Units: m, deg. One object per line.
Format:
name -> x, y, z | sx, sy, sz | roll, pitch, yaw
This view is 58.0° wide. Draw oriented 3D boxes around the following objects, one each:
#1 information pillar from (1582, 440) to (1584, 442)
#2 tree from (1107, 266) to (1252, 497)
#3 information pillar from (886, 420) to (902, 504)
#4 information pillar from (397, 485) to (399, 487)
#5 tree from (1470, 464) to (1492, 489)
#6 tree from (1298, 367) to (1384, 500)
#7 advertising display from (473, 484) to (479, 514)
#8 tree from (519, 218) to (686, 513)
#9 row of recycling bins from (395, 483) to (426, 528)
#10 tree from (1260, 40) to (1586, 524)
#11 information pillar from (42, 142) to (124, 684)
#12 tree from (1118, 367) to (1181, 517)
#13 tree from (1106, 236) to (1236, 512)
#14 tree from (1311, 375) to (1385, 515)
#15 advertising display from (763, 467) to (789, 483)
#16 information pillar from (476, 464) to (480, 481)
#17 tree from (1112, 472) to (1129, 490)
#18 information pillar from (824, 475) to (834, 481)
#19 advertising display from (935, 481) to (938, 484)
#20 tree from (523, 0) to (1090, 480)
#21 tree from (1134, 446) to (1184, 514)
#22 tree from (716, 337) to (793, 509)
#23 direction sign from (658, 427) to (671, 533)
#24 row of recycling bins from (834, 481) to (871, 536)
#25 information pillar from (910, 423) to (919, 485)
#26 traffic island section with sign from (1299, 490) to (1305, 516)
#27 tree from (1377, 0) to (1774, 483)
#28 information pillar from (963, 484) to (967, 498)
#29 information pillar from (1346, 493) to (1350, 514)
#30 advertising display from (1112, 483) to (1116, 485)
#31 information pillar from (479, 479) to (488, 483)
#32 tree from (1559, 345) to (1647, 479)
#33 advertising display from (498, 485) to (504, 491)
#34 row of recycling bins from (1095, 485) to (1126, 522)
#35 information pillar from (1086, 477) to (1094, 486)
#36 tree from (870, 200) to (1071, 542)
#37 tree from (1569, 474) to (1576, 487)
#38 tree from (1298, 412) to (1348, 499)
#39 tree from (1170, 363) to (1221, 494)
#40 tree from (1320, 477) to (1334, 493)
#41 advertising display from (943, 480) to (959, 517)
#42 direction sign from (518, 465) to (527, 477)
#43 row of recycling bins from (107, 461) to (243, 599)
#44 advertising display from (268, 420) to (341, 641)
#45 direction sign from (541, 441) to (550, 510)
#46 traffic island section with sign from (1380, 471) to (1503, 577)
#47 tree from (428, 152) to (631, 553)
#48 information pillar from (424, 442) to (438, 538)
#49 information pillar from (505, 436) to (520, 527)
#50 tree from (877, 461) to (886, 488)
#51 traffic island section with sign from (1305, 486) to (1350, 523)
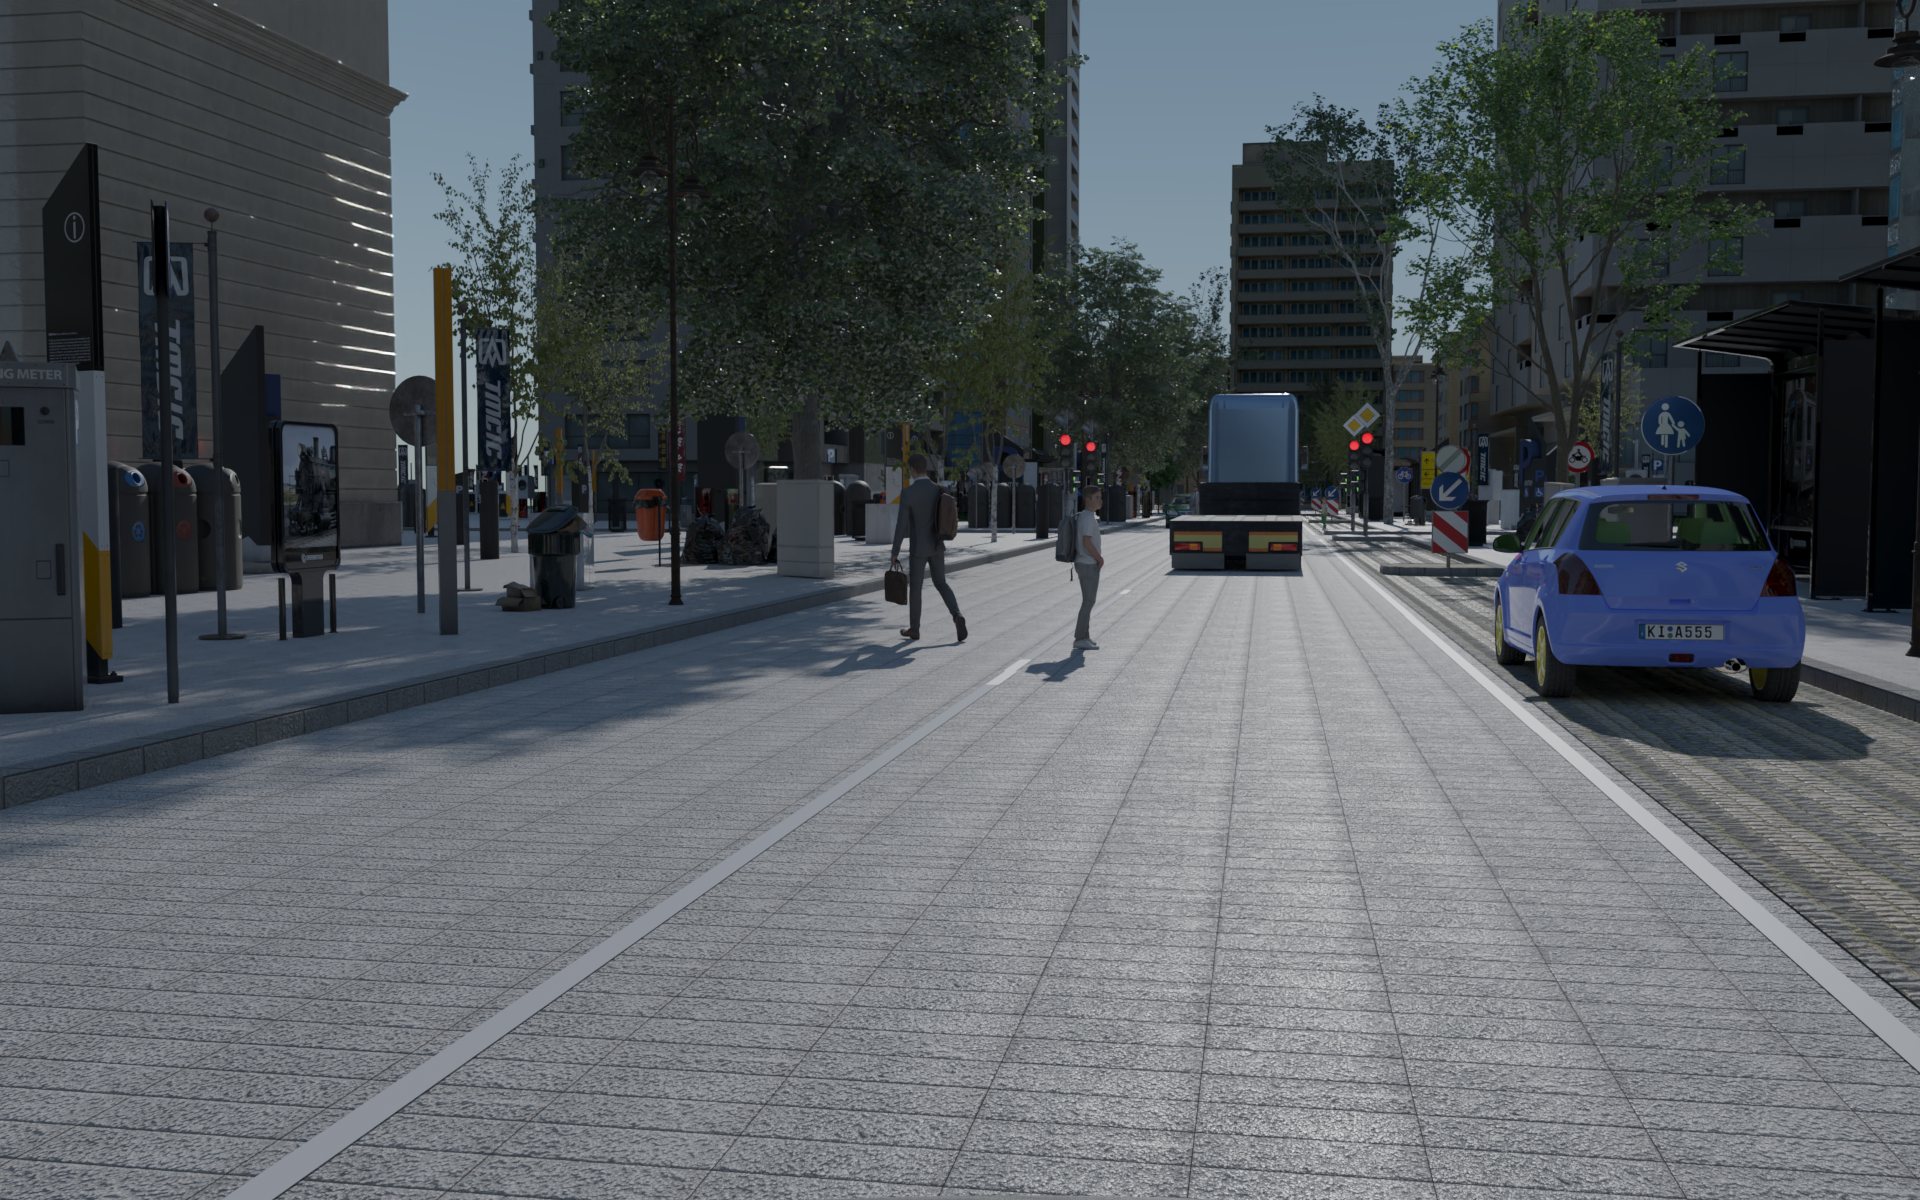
information pillar -> 26.777, -5.095, 74.652 | 0.183, 3.616, 0.504 | 1, 4, 9
tree -> 19.191, -17.569, 143.135 | 12.611, 20.169, 13.585 | 0, 3, 0
information pillar -> -2.023, -3.745, 52.592 | 0.504, 3.616, 0.183 | 0, 4, 3
information pillar -> -43.726, -7.995, 135.208 | 0.304, 2.012, 0.304 | -2, 4, -25
tree -> 29.802, -6.320, 97.929 | 1.663, 3.219, 1.824 | 0, 3, 0
tree -> 27.356, -11.746, 126.456 | 8.767, 10.594, 7.601 | -2, 4, -30
advertising display -> -31.831, -6.668, 114.241 | 0.123, 1.923, 0.974 | 1, 4, 15
tree -> -9.849, -5.908, 46.954 | 4.360, 8.622, 3.978 | 0, 3, 0
row of recycling bins -> -21.643, -3.725, 68.016 | 1.069, 1.692, 3.534 | -1, 4, -22
tree -> 19.342, -13.239, 72.339 | 12.611, 20.169, 13.585 | 0, 3, 0
information pillar -> -5.979, -1.247, 11.748 | 0.504, 3.616, 0.183 | 2, 4, 26
tree -> 10.344, -9.018, 97.806 | 4.360, 8.622, 3.978 | 0, 3, 0
tree -> 7.454, -10.941, 85.543 | 9.857, 13.997, 8.962 | 0, 3, 0
tree -> 23.632, -9.485, 105.446 | 4.737, 8.622, 4.395 | 0, 3, 0
advertising display -> -4.359, -2.200, 41.190 | 0.123, 1.923, 0.974 | 2, 4, 26
information pillar -> -37.190, -8.719, 133.914 | 0.504, 3.616, 0.183 | 0, 4, 6
tree -> 12.302, -8.565, 134.645 | 1.663, 3.219, 1.824 | 0, 3, 0
information pillar -> -5.124, -3.868, 67.731 | 0.304, 2.012, 0.304 | -2, 4, -24
advertising display -> -0.808, -5.109, 88.753 | 0.974, 1.923, 0.123 | -2, 4, -31
tree -> -2.503, -7.451, 28.476 | 9.857, 13.997, 8.962 | 0, 3, 0
tree -> 12.990, -7.970, 114.016 | 4.285, 4.588, 4.351 | 0, 3, 0
tree -> -8.856, -7.676, 75.861 | 4.737, 8.622, 4.395 | 0, 3, 0
direction sign -> -9.644, -4.001, 57.412 | 0.876, 3.537, 0.379 | 2, 4, 29
row of recycling bins -> -4.269, -2.890, 54.359 | 3.534, 1.692, 1.069 | 2, 4, 34
information pillar -> -1.557, -3.983, 56.477 | 0.504, 3.616, 0.183 | -2, 4, -26
traffic island section with sign -> 22.979, -6.351, 112.461 | 1.989, 1.847, 2.006 | 1, 4, 10
tree -> 12.566, -6.725, 35.715 | 9.928, 11.665, 9.643 | 0, 3, 0
information pillar -> 0.365, -7.400, 125.484 | 0.304, 2.012, 0.304 | 1, 4, 9
information pillar -> 24.808, -6.488, 110.572 | 0.304, 2.012, 0.304 | 0, 4, 3
advertising display -> 8.917, -5.861, 101.048 | 0.974, 1.923, 0.123 | 1, 4, 8
information pillar -> -22.679, -4.772, 82.521 | 0.304, 2.012, 0.304 | -3, 5, -44
tree -> 31.585, -8.220, 84.757 | 4.360, 8.622, 3.978 | 0, 3, 0
advertising display -> -32.838, -7.195, 122.845 | 0.974, 1.923, 0.123 | 1, 4, 12
row of recycling bins -> 7.203, -4.541, 81.360 | 1.069, 1.692, 3.534 | 0, 4, -3
information pillar -> 5.462, -4.187, 72.948 | 0.304, 2.012, 0.304 | 1, 4, 9
tree -> -0.322, -5.364, 38.068 | 4.737, 8.622, 4.395 | 0, 3, 0
tree -> 31.087, -5.826, 89.859 | 1.663, 3.219, 1.824 | 0, 3, 0
tree -> 43.758, -17.880, 210.468 | 7.486, 12.596, 7.792 | 0, 3, 0
tree -> 20.727, -15.108, 157.383 | 12.009, 13.543, 11.850 | 0, 3, 0
tree -> 37.318, -11.082, 175.791 | 1.663, 3.219, 1.824 | 0, 3, 0
advertising display -> -0.419, -4.465, 78.219 | 0.123, 1.923, 0.974 | -3, 5, -45
direction sign -> -33.768, -8.680, 133.916 | 0.379, 3.537, 0.876 | 3, 5, 44
row of recycling bins -> -10.390, -0.902, 21.859 | 1.069, 1.692, 3.534 | 1, 4, 11
advertising display -> -5.872, -0.632, 15.555 | 0.123, 1.923, 0.974 | 1, 4, 9
direction sign -> -17.864, -5.057, 74.686 | 0.379, 3.537, 0.876 | -3, 4, -38
traffic island section with sign -> 8.549, -1.363, 30.911 | 1.989, 1.847, 2.006 | 1, 4, 10
tree -> -9.596, -5.336, 37.610 | 4.737, 8.622, 4.395 | 0, 3, 0
information pillar -> -15.534, -3.647, 50.988 | 0.183, 3.616, 0.504 | 2, 4, 34
information pillar -> -17.214, -4.600, 66.566 | 0.504, 3.616, 0.183 | -3, 4, -38
tree -> -3.299, -5.774, 89.006 | 1.663, 3.219, 1.824 | 0, 3, 0
traffic island section with sign -> 18.195, -4.692, 85.345 | 1.989, 1.847, 2.006 | 1, 4, 10
